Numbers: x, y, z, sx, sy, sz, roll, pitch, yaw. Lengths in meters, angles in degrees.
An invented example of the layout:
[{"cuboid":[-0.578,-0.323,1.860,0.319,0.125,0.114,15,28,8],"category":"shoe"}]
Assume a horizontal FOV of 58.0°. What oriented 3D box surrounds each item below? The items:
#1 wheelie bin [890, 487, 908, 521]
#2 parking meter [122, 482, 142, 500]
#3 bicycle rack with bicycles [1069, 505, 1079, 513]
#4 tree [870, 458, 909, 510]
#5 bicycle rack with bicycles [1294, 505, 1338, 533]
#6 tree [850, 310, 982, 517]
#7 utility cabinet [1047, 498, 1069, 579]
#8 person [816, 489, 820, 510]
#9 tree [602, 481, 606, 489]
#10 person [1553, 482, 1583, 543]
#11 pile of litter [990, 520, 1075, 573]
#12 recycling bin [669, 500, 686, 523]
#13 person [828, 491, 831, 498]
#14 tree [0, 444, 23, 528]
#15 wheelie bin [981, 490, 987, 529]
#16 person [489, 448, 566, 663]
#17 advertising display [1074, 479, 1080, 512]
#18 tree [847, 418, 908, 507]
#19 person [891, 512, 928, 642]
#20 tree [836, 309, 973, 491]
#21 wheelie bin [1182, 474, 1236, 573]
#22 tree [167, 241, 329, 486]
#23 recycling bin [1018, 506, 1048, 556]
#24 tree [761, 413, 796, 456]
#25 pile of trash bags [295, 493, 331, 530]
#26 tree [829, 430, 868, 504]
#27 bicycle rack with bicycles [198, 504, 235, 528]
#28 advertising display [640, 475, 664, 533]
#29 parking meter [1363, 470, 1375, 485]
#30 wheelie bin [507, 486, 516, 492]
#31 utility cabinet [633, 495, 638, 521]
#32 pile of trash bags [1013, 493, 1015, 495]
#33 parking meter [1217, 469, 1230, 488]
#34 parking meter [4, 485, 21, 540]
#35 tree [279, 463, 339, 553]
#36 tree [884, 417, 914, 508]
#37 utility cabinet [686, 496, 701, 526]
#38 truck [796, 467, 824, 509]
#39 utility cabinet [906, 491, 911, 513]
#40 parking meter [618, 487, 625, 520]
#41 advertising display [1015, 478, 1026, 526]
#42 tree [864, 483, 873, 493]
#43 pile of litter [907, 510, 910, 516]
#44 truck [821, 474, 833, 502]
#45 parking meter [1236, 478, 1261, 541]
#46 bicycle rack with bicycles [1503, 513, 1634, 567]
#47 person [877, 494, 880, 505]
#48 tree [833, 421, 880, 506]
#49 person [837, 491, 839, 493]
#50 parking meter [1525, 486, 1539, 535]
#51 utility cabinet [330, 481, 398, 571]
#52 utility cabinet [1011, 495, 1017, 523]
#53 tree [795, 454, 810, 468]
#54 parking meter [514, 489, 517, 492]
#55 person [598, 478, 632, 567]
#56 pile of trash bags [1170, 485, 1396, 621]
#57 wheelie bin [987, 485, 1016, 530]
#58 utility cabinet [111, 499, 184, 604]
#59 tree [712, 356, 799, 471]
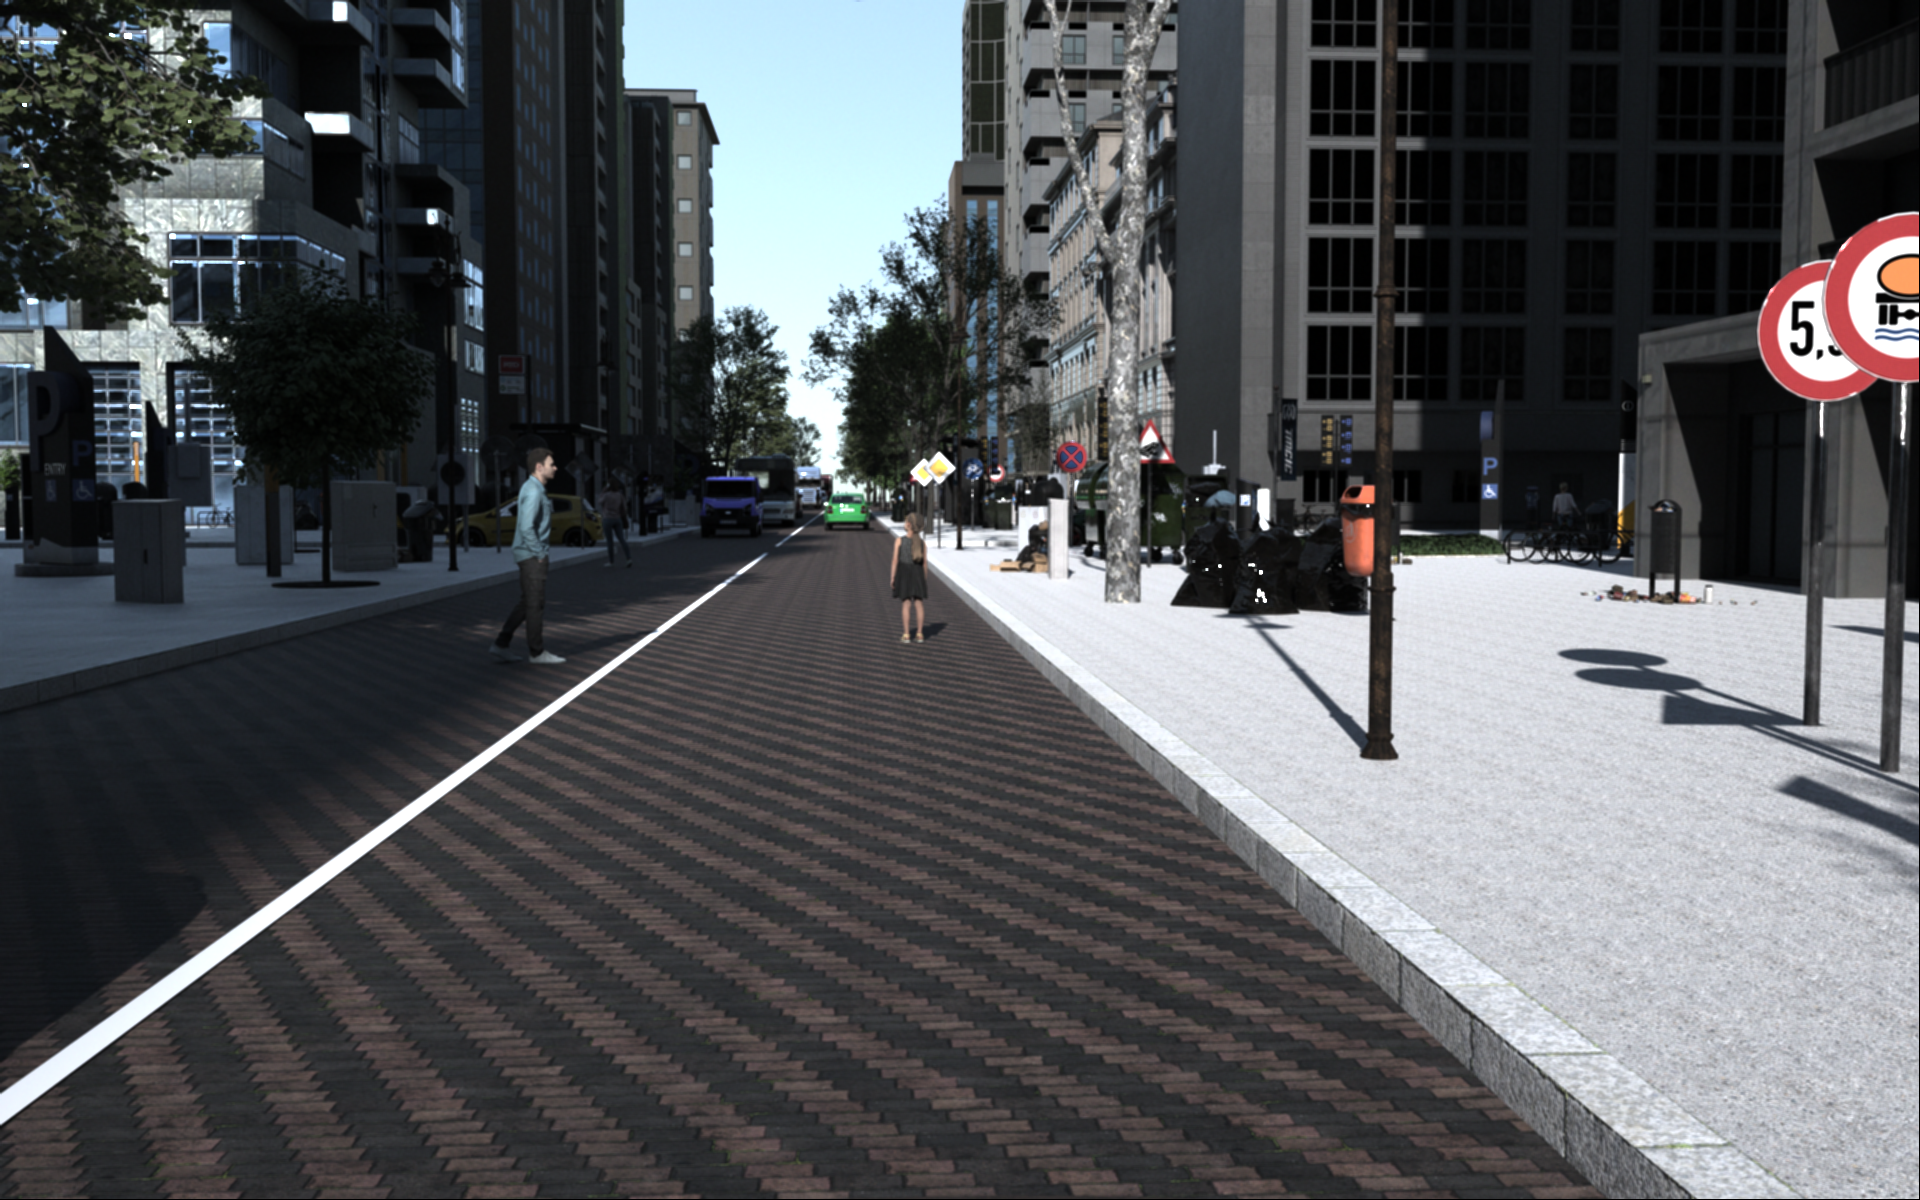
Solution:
[{"cuboid":[-2.896,-4.579,82.781,0.693,1.594,0.980,-3,4,-36],"category":"wheelie bin"},{"cuboid":[-17.805,-1.765,37.271,0.372,1.533,0.369,0,3,0],"category":"parking meter"},{"cuboid":[4.563,-4.131,80.924,2.925,0.926,2.852,0,4,5],"category":"bicycle rack with bicycles"},{"cuboid":[-5.613,-9.570,140.189,4.285,4.588,4.351,0,3,0],"category":"tree"},{"cuboid":[11.442,-2.636,56.481,2.852,0.926,2.925,-3,5,-44],"category":"bicycle rack with bicycles"},{"cuboid":[-2.567,-10.489,97.258,9.928,11.665,9.643,0,3,0],"category":"tree"},{"cuboid":[1.509,-0.942,26.561,0.306,1.237,1.020,0,4,1],"category":"utility cabinet"},{"cuboid":[-13.004,-9.171,158.079,0.705,1.869,1.348,-1,4,-11],"category":"person"},{"cuboid":[-22.422,-7.177,111.940,1.663,3.219,1.824,0,3,0],"category":"tree"},{"cuboid":[15.805,-2.192,45.008,0.731,1.740,0.598,1,4,14],"category":"person"},{"cuboid":[1.187,-0.903,28.736,1.176,0.858,1.719,-1,4,-23],"category":"pile of litter"},{"cuboid":[-12.482,-3.926,76.744,0.722,1.027,0.722,-1,4,-22],"category":"recycling bin"},{"cuboid":[-17.460,-13.741,233.121,0.705,1.831,1.348,-3,5,-40],"category":"person"},{"cuboid":[-36.608,-4.426,66.965,1.663,3.219,1.824,0,3,0],"category":"tree"},{"cuboid":[1.119,-3.471,64.663,0.693,1.594,0.980,0,4,1],"category":"wheelie bin"},{"cuboid":[-3.687,-0.378,14.706,0.620,1.820,0.660,-1,4,-21],"category":"person"},{"cuboid":[5.321,-4.203,73.941,0.974,1.923,0.123,2,4,31],"category":"advertising display"},{"cuboid":[-8.027,-15.728,175.286,7.486,12.596,7.792,0,3,0],"category":"tree"},{"cuboid":[-0.493,-0.226,16.863,0.362,1.253,0.373,-1,4,-13],"category":"person"},{"cuboid":[-3.779,-12.723,114.683,9.857,13.997,8.962,0,3,0],"category":"tree"},{"cuboid":[4.016,-1.229,28.002,0.980,1.594,0.693,1,4,23],"category":"wheelie bin"},{"cuboid":[-20.038,-6.079,49.760,4.737,8.622,4.395,0,3,0],"category":"tree"},{"cuboid":[1.676,-1.402,35.471,0.722,1.027,0.722,-3,5,-41],"category":"recycling bin"},{"cuboid":[-16.402,-12.281,151.149,4.360,8.622,3.978,0,3,0],"category":"tree"},{"cuboid":[-23.196,-3.249,62.874,1.912,1.369,3.447,-1,4,-14],"category":"pile of trash bags"},{"cuboid":[-12.642,-19.881,235.416,12.009,13.543,11.850,0,3,0],"category":"tree"},{"cuboid":[-27.344,-3.202,65.735,2.852,0.926,2.925,1,4,15],"category":"bicycle rack with bicycles"},{"cuboid":[-10.141,-3.170,57.043,0.123,1.923,0.974,3,4,37],"category":"advertising display"},{"cuboid":[9.894,-2.205,41.768,0.255,1.863,0.399,0,4,-4],"category":"parking meter"},{"cuboid":[-18.364,-3.804,70.103,0.980,1.594,0.693,1,4,9],"category":"wheelie bin"},{"cuboid":[-15.460,-4.365,82.525,0.306,1.237,1.020,-1,4,-18],"category":"utility cabinet"},{"cuboid":[2.358,-6.858,121.886,3.447,1.369,1.912,0,4,3],"category":"pile of trash bags"},{"cuboid":[6.000,-2.067,39.512,0.255,1.863,0.399,1,4,15],"category":"parking meter"},{"cuboid":[-26.752,-2.475,48.885,0.372,1.533,0.369,0,3,0],"category":"parking meter"},{"cuboid":[-14.618,-2.650,37.925,1.663,3.219,1.824,0,3,0],"category":"tree"},{"cuboid":[-5.982,-12.451,153.936,4.360,8.622,3.978,0,3,0],"category":"tree"},{"cuboid":[-10.755,-3.588,69.818,0.306,1.237,1.020,-2,4,-29],"category":"utility cabinet"},{"cuboid":[-15.266,-11.356,175.431,2.967,4.110,18.799,0,4,-4],"category":"truck"},{"cuboid":[-3.369,-6.095,108.330,0.318,1.500,1.173,1,4,13],"category":"utility cabinet"},{"cuboid":[-15.676,-4.564,80.329,0.399,1.863,0.255,1,4,18],"category":"parking meter"},{"cuboid":[2.439,-3.974,70.182,0.123,1.923,0.974,-1,4,-17],"category":"advertising display"},{"cuboid":[-14.759,-17.481,280.417,1.663,3.219,1.824,0,3,0],"category":"tree"},{"cuboid":[-3.213,-4.990,95.547,1.719,0.858,1.176,2,4,31],"category":"pile of litter"},{"cuboid":[-19.643,-15.866,248.315,2.839,4.237,11.283,0,4,-2],"category":"truck"},{"cuboid":[4.424,-1.113,26.614,0.372,1.533,0.369,0,3,0],"category":"parking meter"},{"cuboid":[11.294,-1.132,31.892,2.852,0.926,2.925,-3,5,-42],"category":"bicycle rack with bicycles"},{"cuboid":[-9.564,-11.798,204.624,0.599,1.433,0.991,2,4,33],"category":"person"},{"cuboid":[-9.309,-16.767,191.151,9.611,12.733,9.660,0,3,0],"category":"tree"},{"cuboid":[-15.527,-12.978,220.672,0.705,1.826,1.348,-1,4,-22],"category":"person"},{"cuboid":[17.865,-2.794,54.094,0.372,1.533,0.369,0,3,0],"category":"parking meter"},{"cuboid":[-9.949,-1.241,28.964,0.318,1.500,1.173,2,4,27],"category":"utility cabinet"},{"cuboid":[2.597,-4.057,77.500,1.020,1.237,0.306,-2,4,-23],"category":"utility cabinet"},{"cuboid":[-25.720,-20.216,280.893,4.737,8.622,4.395,0,3,0],"category":"tree"},{"cuboid":[-22.283,-4.830,87.384,0.372,1.533,0.369,0,3,0],"category":"parking meter"},{"cuboid":[-6.742,-1.526,34.042,0.593,1.750,0.643,-3,5,-40],"category":"person"},{"cuboid":[3.717,-0.558,18.883,1.912,1.369,3.447,-1,4,-17],"category":"pile of trash bags"},{"cuboid":[1.537,-3.326,62.288,0.980,1.594,0.693,0,4,1],"category":"wheelie bin"},{"cuboid":[-9.649,-0.575,20.561,1.020,1.237,0.306,2,4,34],"category":"utility cabinet"},{"cuboid":[-17.017,-13.716,142.381,7.486,12.596,7.792,0,3,0],"category":"tree"}]
